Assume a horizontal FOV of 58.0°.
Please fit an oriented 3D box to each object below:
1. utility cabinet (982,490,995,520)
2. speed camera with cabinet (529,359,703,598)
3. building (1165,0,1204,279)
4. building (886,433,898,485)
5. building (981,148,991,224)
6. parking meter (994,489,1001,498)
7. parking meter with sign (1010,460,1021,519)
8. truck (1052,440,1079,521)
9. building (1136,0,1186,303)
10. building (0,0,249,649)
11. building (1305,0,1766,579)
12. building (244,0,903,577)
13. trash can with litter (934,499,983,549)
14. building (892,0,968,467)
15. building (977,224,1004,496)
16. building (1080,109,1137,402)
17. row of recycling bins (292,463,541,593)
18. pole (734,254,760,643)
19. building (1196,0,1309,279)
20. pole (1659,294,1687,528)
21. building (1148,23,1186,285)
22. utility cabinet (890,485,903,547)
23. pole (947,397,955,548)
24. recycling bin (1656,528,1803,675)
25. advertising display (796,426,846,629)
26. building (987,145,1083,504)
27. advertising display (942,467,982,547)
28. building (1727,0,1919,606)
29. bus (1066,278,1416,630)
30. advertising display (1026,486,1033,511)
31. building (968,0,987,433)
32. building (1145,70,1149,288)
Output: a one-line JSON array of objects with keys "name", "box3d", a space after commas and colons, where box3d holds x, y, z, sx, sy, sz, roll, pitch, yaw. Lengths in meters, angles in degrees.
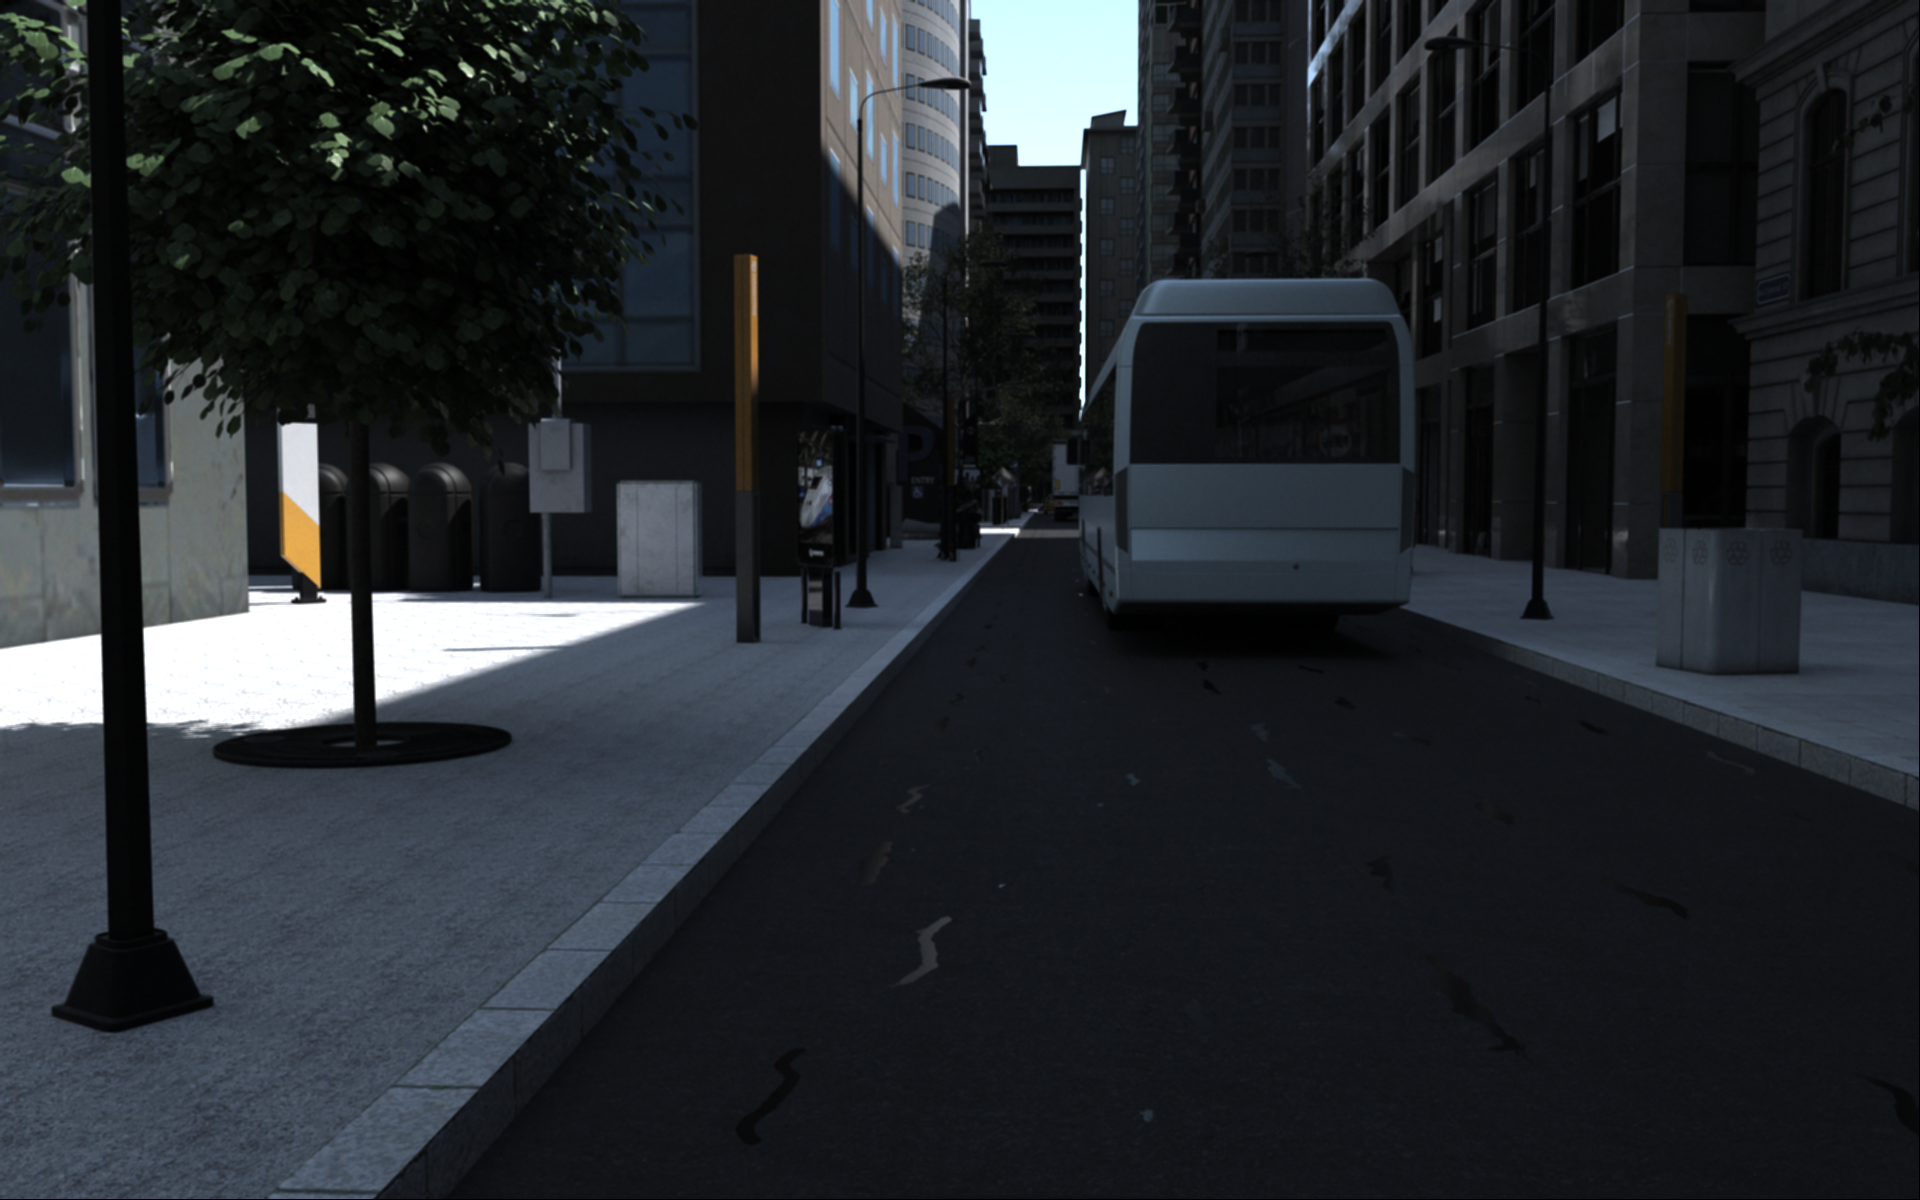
[{"name": "utility cabinet", "box3d": [1.371, -4.680, 85.189, 0.318, 1.500, 1.173, -1, 4, -19]}, {"name": "speed camera with cabinet", "box3d": [-4.252, -1.658, 21.452, 2.038, 3.252, 0.660, 0, 4, -2]}, {"name": "building", "box3d": [26.235, -28.710, 124.028, 22.147, 44.769, 28.867, 0, 4, 3]}, {"name": "building", "box3d": [-11.698, -39.422, 82.798, 20.563, 71.187, 20.611, 0, 4, 3]}, {"name": "building", "box3d": [-9.284, -33.864, 208.306, 28.867, 44.769, 22.147, 0, 4, 3]}, {"name": "parking meter", "box3d": [1.963, -4.975, 89.758, 0.372, 1.533, 0.369, 0, 3, 0]}, {"name": "parking meter with sign", "box3d": [2.871, -5.732, 89.972, 0.543, 3.016, 1.738, 1, 4, 8]}, {"name": "truck", "box3d": [6.419, -6.479, 94.838, 2.839, 4.237, 11.283, 0, 4, 4]}, {"name": "building", "box3d": [29.568, -46.971, 206.233, 20.563, 71.187, 20.611, 0, 4, 3]}, {"name": "building", "box3d": [-17.683, -42.111, 1.180, 22.319, 86.520, 31.000, 0, 4, 3]}, {"name": "building", "box3d": [20.526, -14.506, 41.683, 19.350, 26.468, 34.151, 0, 4, 3]}, {"name": "building", "box3d": [-8.607, -23.390, 32.540, 14.600, 45.320, 14.200, 0, 4, 3]}, {"name": "trash can with litter", "box3d": [-0.035, -1.769, 40.312, 1.055, 1.170, 0.624, -2, 4, -27]}, {"name": "building", "box3d": [-10.601, -35.142, 116.574, 21.231, 58.520, 28.212, 0, 4, 3]}, {"name": "building", "box3d": [-2.560, -25.240, 184.378, 14.160, 30.474, 14.107, 0, 4, 3]}, {"name": "building", "box3d": [30.899, -40.126, 245.301, 27.495, 52.752, 28.713, 0, 4, 3]}, {"name": "row of recycling bins", "box3d": [-7.284, -0.979, 23.113, 3.534, 1.692, 1.069, 1, 4, 10]}, {"name": "pole", "box3d": [-1.831, -1.288, 14.902, 0.158, 3.312, 0.155, 0, 3, 0]}, {"name": "building", "box3d": [24.990, -24.313, 89.398, 23.993, 40.220, 32.217, 0, 4, 3]}, {"name": "pole", "box3d": [7.315, -1.464, 17.786, 0.158, 3.312, 0.155, 0, 3, 0]}, {"name": "building", "box3d": [23.691, -28.793, 154.352, 14.154, 41.232, 14.086, 0, 4, 3]}, {"name": "utility cabinet", "box3d": [-1.522, -2.011, 41.567, 0.318, 1.500, 1.173, 0, 4, -2]}, {"name": "pole", "box3d": [-0.214, -2.614, 36.587, 0.158, 3.312, 0.155, 0, 3, 0]}, {"name": "recycling bin", "box3d": [5.598, -0.004, 12.627, 0.722, 1.027, 0.722, -1, 4, -11]}, {"name": "advertising display", "box3d": [-1.354, -0.707, 16.770, 0.123, 1.923, 0.974, -2, 4, -27]}, {"name": "building", "box3d": [6.187, -37.878, 243.005, 21.600, 48.544, 21.300, 0, 4, 3]}, {"name": "advertising display", "box3d": [0.051, -2.219, 41.488, 0.974, 1.923, 0.123, -1, 4, -22]}, {"name": "building", "box3d": [15.542, -11.504, 7.182, 14.460, 24.649, 34.723, 0, 4, 3]}, {"name": "bus", "box3d": [2.893, -1.626, 21.449, 2.948, 3.499, 13.247, 0, 4, 2]}, {"name": "advertising display", "box3d": [5.204, -7.874, 133.950, 0.974, 1.923, 0.123, 3, 5, 42]}, {"name": "building", "box3d": [-8.870, -33.155, 161.697, 23.786, 49.044, 30.456, 0, 4, 3]}, {"name": "building", "box3d": [25.371, -31.715, 168.658, 14.600, 45.320, 14.200, 0, 4, 3]}]
